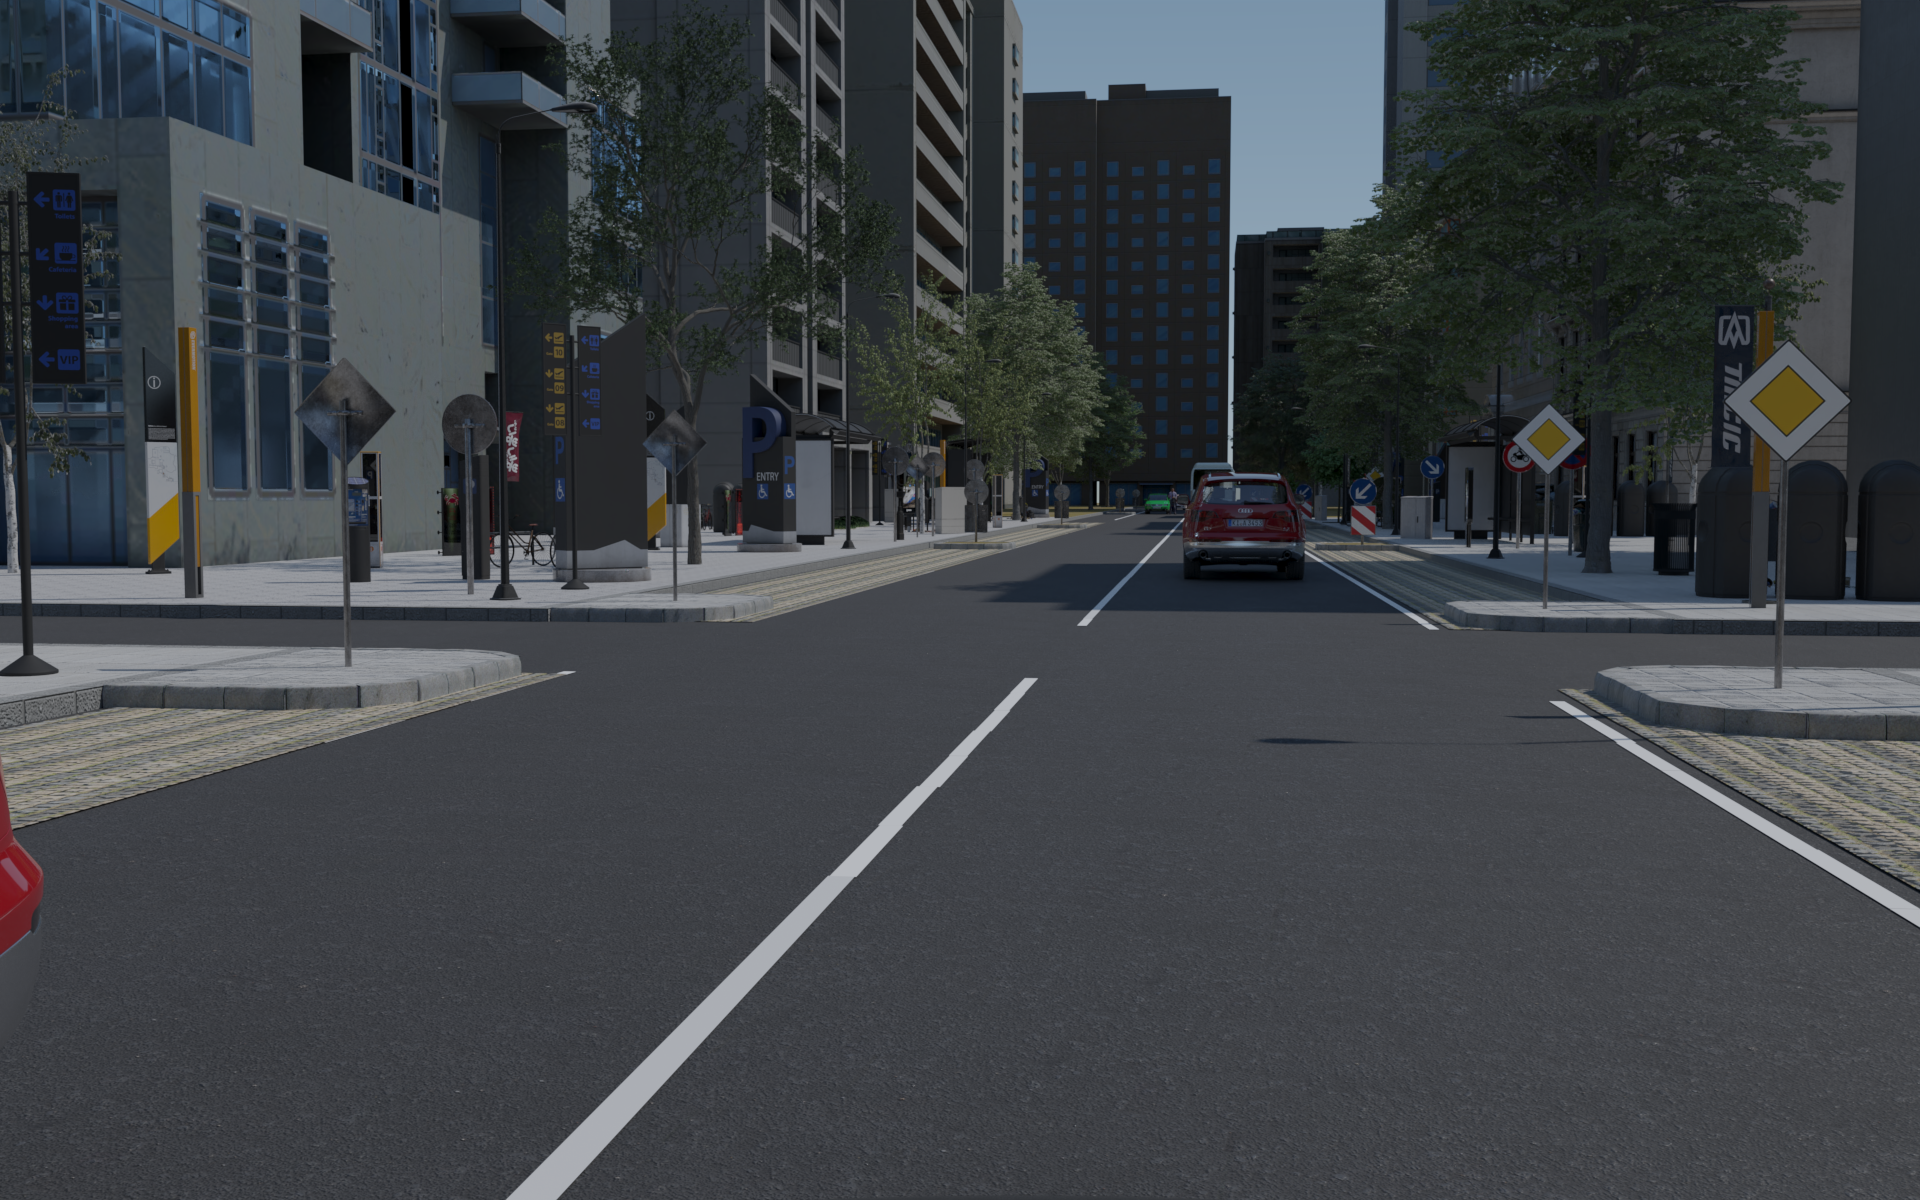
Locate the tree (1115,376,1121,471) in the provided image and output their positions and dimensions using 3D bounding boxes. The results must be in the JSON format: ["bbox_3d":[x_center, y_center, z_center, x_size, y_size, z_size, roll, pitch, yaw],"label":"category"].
[{"bbox_3d":[4.951,-11.072,99.159,7.486,12.596,7.792,0,3,0],"label":"tree"}]

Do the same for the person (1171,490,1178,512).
[{"bbox_3d":[17.126,-7.976,139.442,0.750,1.759,0.617,-2,4,-26],"label":"person"}]

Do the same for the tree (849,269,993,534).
[{"bbox_3d":[-1.458,-6.460,55.976,4.737,8.622,4.395,0,3,0],"label":"tree"}]

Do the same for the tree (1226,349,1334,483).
[{"bbox_3d":[28.476,-15.081,153.231,9.857,13.997,8.962,0,3,0],"label":"tree"}]

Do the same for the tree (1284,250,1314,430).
[{"bbox_3d":[15.530,-8.855,62.908,7.486,12.596,7.792,0,3,0],"label":"tree"}]

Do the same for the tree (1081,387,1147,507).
[{"bbox_3d":[14.115,-14.726,166.523,9.928,11.665,9.643,0,3,0],"label":"tree"}]

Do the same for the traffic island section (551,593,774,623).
[{"bbox_3d":[-3.436,0.092,20.778,2.009,0.180,2.903,0,4,8],"label":"traffic island section"}]

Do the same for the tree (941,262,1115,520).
[{"bbox_3d":[2.755,-10.180,84.572,7.486,12.596,7.792,0,3,0],"label":"tree"}]

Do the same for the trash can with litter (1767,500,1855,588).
[{"bbox_3d":[11.558,-0.791,23.997,2.233,1.210,1.678,2,4,28],"label":"trash can with litter"}]

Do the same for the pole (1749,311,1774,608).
[{"bbox_3d":[8.998,-1.566,19.440,0.158,3.312,0.155,0,3,0],"label":"pole"}]

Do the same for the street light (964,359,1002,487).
[{"bbox_3d":[0.733,-5.340,59.855,1.470,5.913,1.316,0,4,8],"label":"street light"}]

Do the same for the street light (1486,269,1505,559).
[{"bbox_3d":[10.111,-3.780,34.336,1.470,5.913,1.316,0,4,8],"label":"street light"}]

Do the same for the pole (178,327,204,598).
[{"bbox_3d":[-9.460,-1.679,21.297,0.158,3.312,0.155,0,3,0],"label":"pole"}]

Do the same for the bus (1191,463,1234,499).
[{"bbox_3d":[15.996,-6.967,108.774,2.948,3.499,13.247,1,4,9],"label":"bus"}]

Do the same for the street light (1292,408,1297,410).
[{"bbox_3d":[18.484,-7.369,93.017,1.470,5.913,1.316,0,4,8],"label":"street light"}]

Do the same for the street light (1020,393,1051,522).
[{"bbox_3d":[3.491,-6.546,79.561,1.470,5.913,1.316,0,4,8],"label":"street light"}]

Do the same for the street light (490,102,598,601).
[{"bbox_3d":[-4.982,-2.949,20.754,1.470,5.913,1.316,0,4,8],"label":"street light"}]

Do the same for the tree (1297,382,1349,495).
[{"bbox_3d":[22.248,-9.516,105.944,4.360,8.622,3.978,0,3,0],"label":"tree"}]

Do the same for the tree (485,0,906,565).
[{"bbox_3d":[-4.713,-5.944,31.590,8.767,10.594,7.601,1,4,17],"label":"tree"}]

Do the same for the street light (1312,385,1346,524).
[{"bbox_3d":[15.749,-6.172,73.449,1.470,5.913,1.316,0,4,8],"label":"street light"}]

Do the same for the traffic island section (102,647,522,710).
[{"bbox_3d":[-4.567,0.575,12.873,2.009,0.180,2.903,0,4,8],"label":"traffic island section"}]

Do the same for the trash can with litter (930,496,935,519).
[{"bbox_3d":[-1.200,-4.614,86.821,1.055,1.170,0.624,-3,4,-39],"label":"trash can with litter"}]

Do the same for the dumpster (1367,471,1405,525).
[{"bbox_3d":[17.091,-4.119,69.836,1.502,2.255,1.985,0,4,8],"label":"dumpster"}]

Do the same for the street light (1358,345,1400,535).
[{"bbox_3d":[13.054,-4.975,53.875,1.470,5.913,1.316,0,4,8],"label":"street light"}]

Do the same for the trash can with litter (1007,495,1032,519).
[{"bbox_3d":[2.888,-4.718,88.195,1.678,1.210,2.233,2,4,29],"label":"trash can with litter"}]

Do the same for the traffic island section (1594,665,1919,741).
[{"bbox_3d":[5.422,0.663,11.445,2.009,0.180,2.903,0,4,8],"label":"traffic island section"}]

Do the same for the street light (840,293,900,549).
[{"bbox_3d":[-2.079,-4.144,40.298,1.470,5.913,1.316,0,4,8],"label":"street light"}]

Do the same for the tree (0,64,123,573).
[{"bbox_3d":[-15.383,-4.726,27.629,4.360,8.622,3.978,0,3,0],"label":"tree"}]

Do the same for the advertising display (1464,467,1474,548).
[{"bbox_3d":[12.284,-2.239,41.820,0.123,1.923,0.974,1,4,12],"label":"advertising display"}]

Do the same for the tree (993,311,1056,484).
[{"bbox_3d":[1.084,-7.240,68.741,4.737,8.622,4.395,0,3,0],"label":"tree"}]

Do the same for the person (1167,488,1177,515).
[{"bbox_3d":[14.803,-6.873,120.747,0.709,1.838,0.599,1,4,12],"label":"person"}]

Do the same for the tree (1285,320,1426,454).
[{"bbox_3d":[19.363,-9.185,84.594,7.601,10.594,8.767,1,4,16],"label":"tree"}]

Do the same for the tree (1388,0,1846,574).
[{"bbox_3d":[10.319,-6.736,28.257,7.486,12.596,7.792,0,3,0],"label":"tree"}]

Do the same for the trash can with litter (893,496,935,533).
[{"bbox_3d":[-1.099,-2.864,57.885,1.678,1.210,2.233,-2,4,-35],"label":"trash can with litter"}]

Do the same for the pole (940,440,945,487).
[{"bbox_3d":[-0.653,-4.377,65.414,0.158,3.312,0.155,0,3,0],"label":"pole"}]

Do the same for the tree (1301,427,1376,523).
[{"bbox_3d":[16.752,-5.695,76.830,4.285,4.588,4.351,0,3,0],"label":"tree"}]

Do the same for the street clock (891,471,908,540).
[{"bbox_3d":[-1.685,-2.673,48.278,0.358,2.002,0.471,3,5,42],"label":"street clock"}]

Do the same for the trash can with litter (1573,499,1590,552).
[{"bbox_3d":[13.850,-1.665,38.614,0.624,1.170,1.055,1,4,14],"label":"trash can with litter"}]

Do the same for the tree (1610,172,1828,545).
[{"bbox_3d":[17.270,-5.424,39.042,4.737,8.622,4.395,0,3,0],"label":"tree"}]

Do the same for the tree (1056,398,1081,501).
[{"bbox_3d":[6.210,-9.775,110.187,4.737,8.622,4.395,0,3,0],"label":"tree"}]

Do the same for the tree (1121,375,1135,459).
[{"bbox_3d":[10.346,-13.443,137.914,7.486,12.596,7.792,0,3,0],"label":"tree"}]

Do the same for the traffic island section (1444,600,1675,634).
[{"bbox_3d":[6.553,0.179,19.350,2.009,0.180,2.903,0,4,8],"label":"traffic island section"}]

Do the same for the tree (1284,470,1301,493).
[{"bbox_3d":[26.484,-8.789,138.298,1.663,3.219,1.824,0,3,0],"label":"tree"}]

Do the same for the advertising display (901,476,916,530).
[{"bbox_3d":[-1.842,-3.423,61.176,0.123,1.923,0.974,2,4,27],"label":"advertising display"}]
